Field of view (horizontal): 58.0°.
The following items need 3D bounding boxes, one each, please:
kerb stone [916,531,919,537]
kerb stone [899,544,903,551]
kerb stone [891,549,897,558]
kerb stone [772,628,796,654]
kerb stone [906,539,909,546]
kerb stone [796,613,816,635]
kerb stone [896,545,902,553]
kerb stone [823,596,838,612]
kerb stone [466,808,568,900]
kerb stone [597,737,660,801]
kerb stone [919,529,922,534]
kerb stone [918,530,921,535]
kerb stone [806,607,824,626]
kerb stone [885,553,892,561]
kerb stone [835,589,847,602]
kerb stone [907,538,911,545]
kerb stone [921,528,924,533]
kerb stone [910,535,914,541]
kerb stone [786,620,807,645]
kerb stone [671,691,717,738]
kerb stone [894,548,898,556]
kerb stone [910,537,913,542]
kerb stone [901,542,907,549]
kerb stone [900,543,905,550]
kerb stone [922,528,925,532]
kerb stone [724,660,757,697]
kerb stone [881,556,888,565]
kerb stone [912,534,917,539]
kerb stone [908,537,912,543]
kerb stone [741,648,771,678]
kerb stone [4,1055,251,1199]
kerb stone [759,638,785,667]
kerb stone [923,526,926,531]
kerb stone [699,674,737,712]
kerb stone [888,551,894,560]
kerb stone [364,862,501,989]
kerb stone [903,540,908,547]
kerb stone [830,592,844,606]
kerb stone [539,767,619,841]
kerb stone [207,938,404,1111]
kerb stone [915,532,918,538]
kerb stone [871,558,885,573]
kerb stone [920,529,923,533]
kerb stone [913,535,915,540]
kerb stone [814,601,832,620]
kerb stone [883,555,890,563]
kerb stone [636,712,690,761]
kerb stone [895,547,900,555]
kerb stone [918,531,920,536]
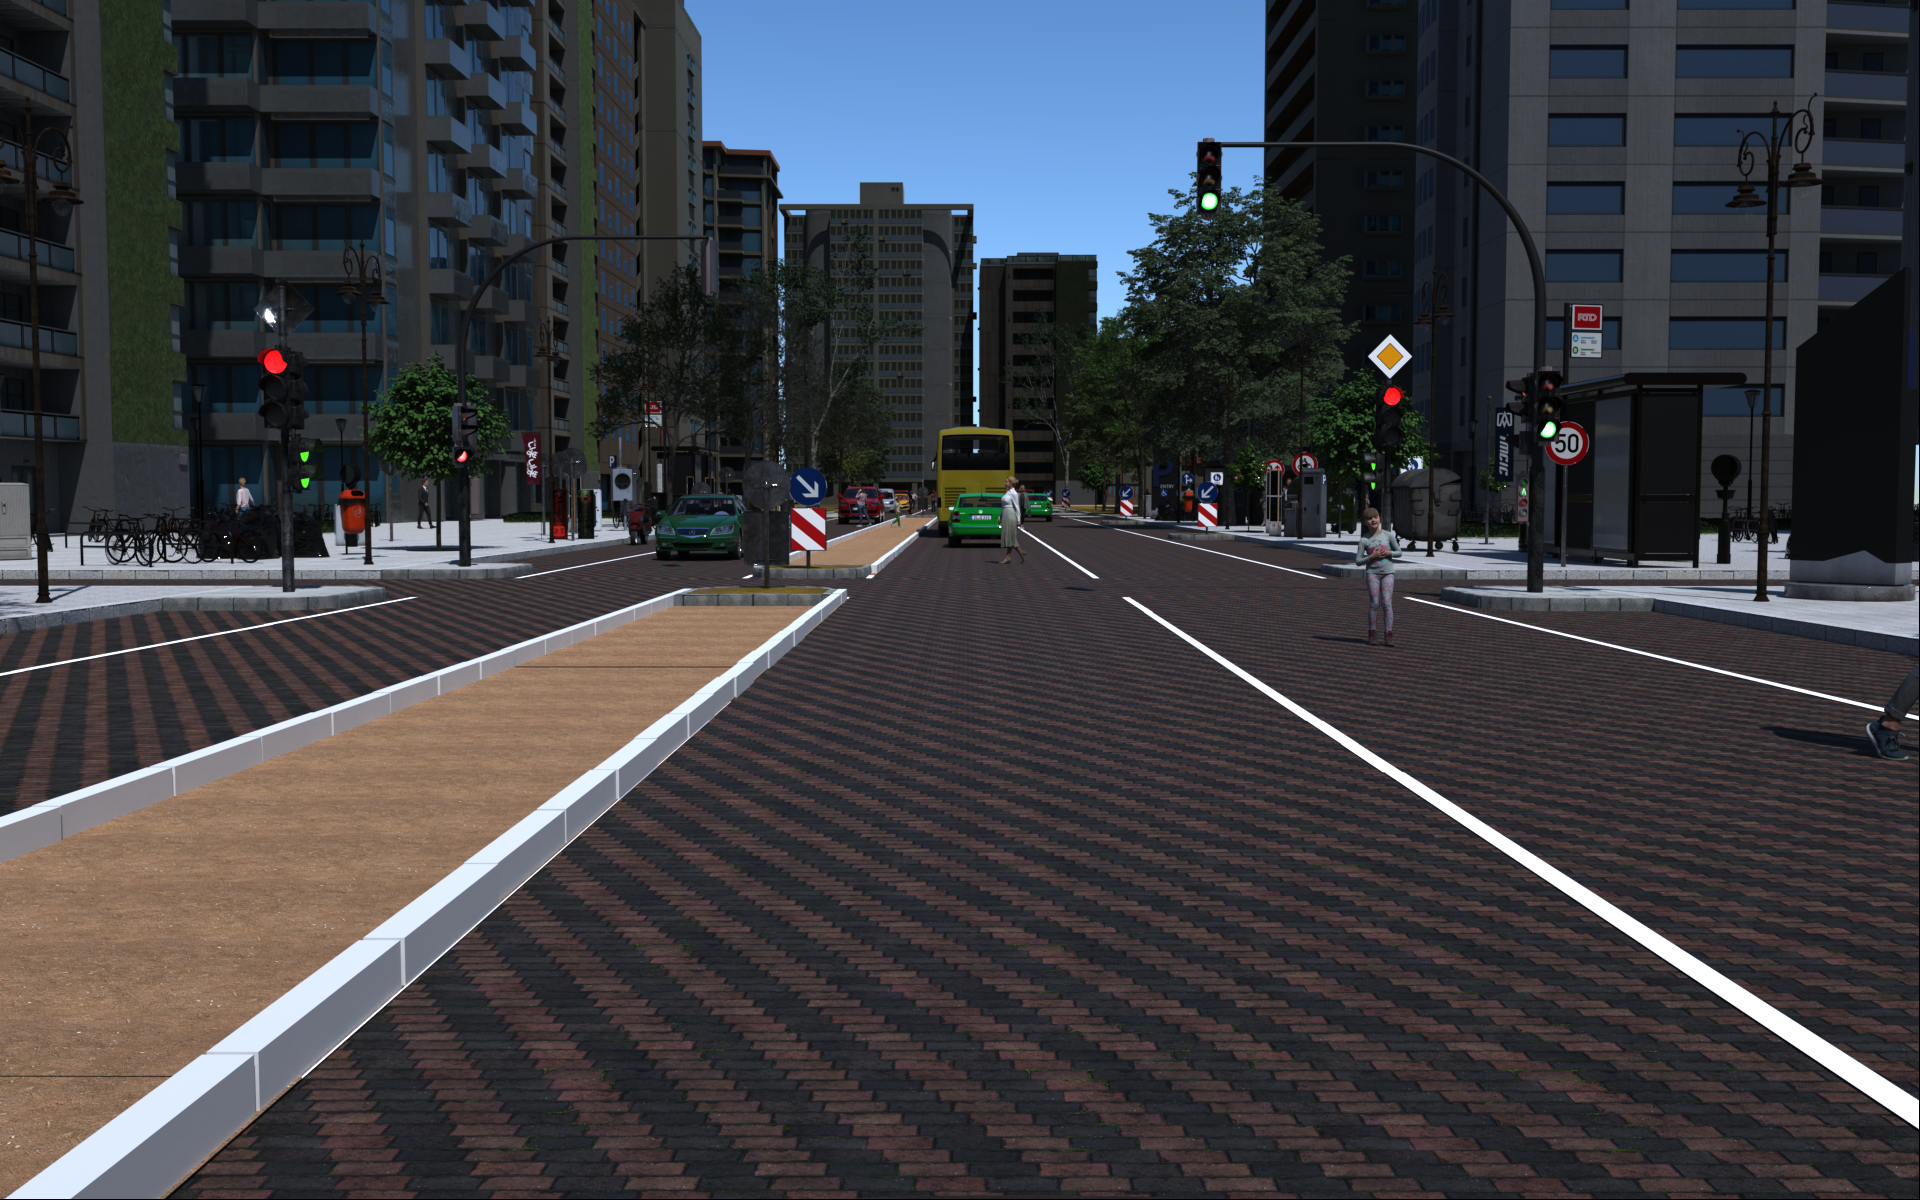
[{"bbox_3d":[-1.451,-2.024,55.286,0.120,0.150,1.000,0,4,0],"label":"kerb stone"},{"bbox_3d":[-1.509,-1.208,41.953,0.120,0.150,1.000,0,4,0],"label":"kerb stone"},{"bbox_3d":[-1.523,-0.958,37.860,0.120,0.150,1.000,0,4,0],"label":"kerb stone"},{"bbox_3d":[-1.624,0.394,15.748,0.120,0.150,1.000,0,4,0],"label":"kerb stone"},{"bbox_3d":[-1.488,-1.459,46.051,0.120,0.150,1.000,0,4,0],"label":"kerb stone"},{"bbox_3d":[-1.613,0.269,17.792,0.120,0.150,1.000,0,4,0],"label":"kerb stone"},{"bbox_3d":[-1.512,-1.142,40.931,0.120,0.150,1.000,0,4,0],"label":"kerb stone"},{"bbox_3d":[-1.601,0.087,20.859,0.120,0.150,1.000,0,4,0],"label":"kerb stone"},{"bbox_3d":[-1.666,0.960,6.534,0.120,0.150,1.000,0,4,0],"label":"kerb stone"},{"bbox_3d":[-1.649,0.834,8.581,0.120,0.150,1.000,0,4,0],"label":"kerb stone"},{"bbox_3d":[-1.447,-2.213,58.378,0.120,0.150,1.000,0,4,0],"label":"kerb stone"},{"bbox_3d":[-1.443,-2.142,57.348,0.120,0.150,1.000,0,4,0],"label":"kerb stone"},{"bbox_3d":[-1.610,0.207,18.815,0.120,0.150,1.000,0,4,0],"label":"kerb stone"},{"bbox_3d":[-1.542,-0.832,35.812,0.120,0.150,1.000,0,4,0],"label":"kerb stone"},{"bbox_3d":[-1.589,-0.044,22.914,0.120,0.150,1.000,0,4,0],"label":"kerb stone"},{"bbox_3d":[-1.478,-1.522,47.085,0.120,0.150,1.000,0,4,0],"label":"kerb stone"},{"bbox_3d":[-1.420,-2.339,60.433,0.120,0.150,1.000,0,4,0],"label":"kerb stone"},{"bbox_3d":[-1.476,-1.710,50.161,0.120,0.150,1.000,0,4,0],"label":"kerb stone"},{"bbox_3d":[-1.609,0.332,16.770,0.120,0.150,1.000,0,4,0],"label":"kerb stone"},{"bbox_3d":[-1.640,0.708,10.625,0.120,0.150,1.000,0,4,0],"label":"kerb stone"},{"bbox_3d":[-1.525,-1.017,38.882,0.120,0.150,1.000,0,4,0],"label":"kerb stone"},{"bbox_3d":[-1.476,-1.641,49.140,0.120,0.150,1.000,0,4,0],"label":"kerb stone"},{"bbox_3d":[-1.495,-1.331,43.999,0.120,0.150,1.000,0,4,0],"label":"kerb stone"},{"bbox_3d":[-1.500,-1.271,42.976,0.120,0.150,1.000,0,4,0],"label":"kerb stone"},{"bbox_3d":[-1.420,-2.396,61.459,0.120,0.150,1.000,0,4,0],"label":"kerb stone"},{"bbox_3d":[-1.629,0.584,12.670,0.120,0.150,1.000,0,4,0],"label":"kerb stone"},{"bbox_3d":[-1.537,-0.707,33.754,0.120,0.150,1.000,0,4,0],"label":"kerb stone"},{"bbox_3d":[-1.460,-1.836,52.207,0.120,0.150,1.000,0,4,0],"label":"kerb stone"},{"bbox_3d":[-1.481,-1.581,48.109,0.120,0.150,1.000,0,4,0],"label":"kerb stone"},{"bbox_3d":[-1.636,0.520,13.697,0.120,0.150,1.000,0,4,0],"label":"kerb stone"},{"bbox_3d":[-1.677,1.145,3.468,0.120,0.150,1.000,0,4,0],"label":"kerb stone"},{"bbox_3d":[-1.623,0.459,14.719,0.120,0.150,1.000,0,4,0],"label":"kerb stone"},{"bbox_3d":[-1.416,-2.527,63.512,0.120,0.150,1.000,0,4,0],"label":"kerb stone"},{"bbox_3d":[-1.644,0.645,11.648,0.120,0.150,1.000,0,4,0],"label":"kerb stone"},{"bbox_3d":[-1.534,-0.895,36.834,0.120,0.150,1.000,0,4,0],"label":"kerb stone"},{"bbox_3d":[-1.664,1.021,5.512,0.120,0.150,1.000,0,4,0],"label":"kerb stone"},{"bbox_3d":[-1.493,-1.396,45.025,0.120,0.150,1.000,0,4,0],"label":"kerb stone"},{"bbox_3d":[-1.600,0.028,21.882,0.120,0.150,1.000,0,4,0],"label":"kerb stone"},{"bbox_3d":[-1.662,0.895,7.559,0.120,0.150,1.000,0,4,0],"label":"kerb stone"},{"bbox_3d":[-1.673,1.084,4.490,0.120,0.150,1.000,0,4,0],"label":"kerb stone"},{"bbox_3d":[-1.459,-1.958,54.252,0.120,0.150,1.000,0,4,0],"label":"kerb stone"},{"bbox_3d":[-1.546,-0.644,32.731,0.120,0.150,1.000,0,4,0],"label":"kerb stone"},{"bbox_3d":[-1.431,-2.276,59.410,0.120,0.150,1.000,0,4,0],"label":"kerb stone"},{"bbox_3d":[-1.469,-1.773,51.185,0.120,0.150,1.000,0,4,0],"label":"kerb stone"},{"bbox_3d":[-1.600,0.144,19.837,0.120,0.150,1.000,0,4,0],"label":"kerb stone"},{"bbox_3d":[-1.545,-0.770,34.789,0.120,0.150,1.000,0,4,0],"label":"kerb stone"},{"bbox_3d":[-1.652,0.770,9.603,0.120,0.150,1.000,0,4,0],"label":"kerb stone"},{"bbox_3d":[-1.511,-1.078,39.908,0.120,0.150,1.000,0,4,0],"label":"kerb stone"},{"bbox_3d":[-1.450,-2.084,56.315,0.120,0.150,1.000,0,4,0],"label":"kerb stone"}]
